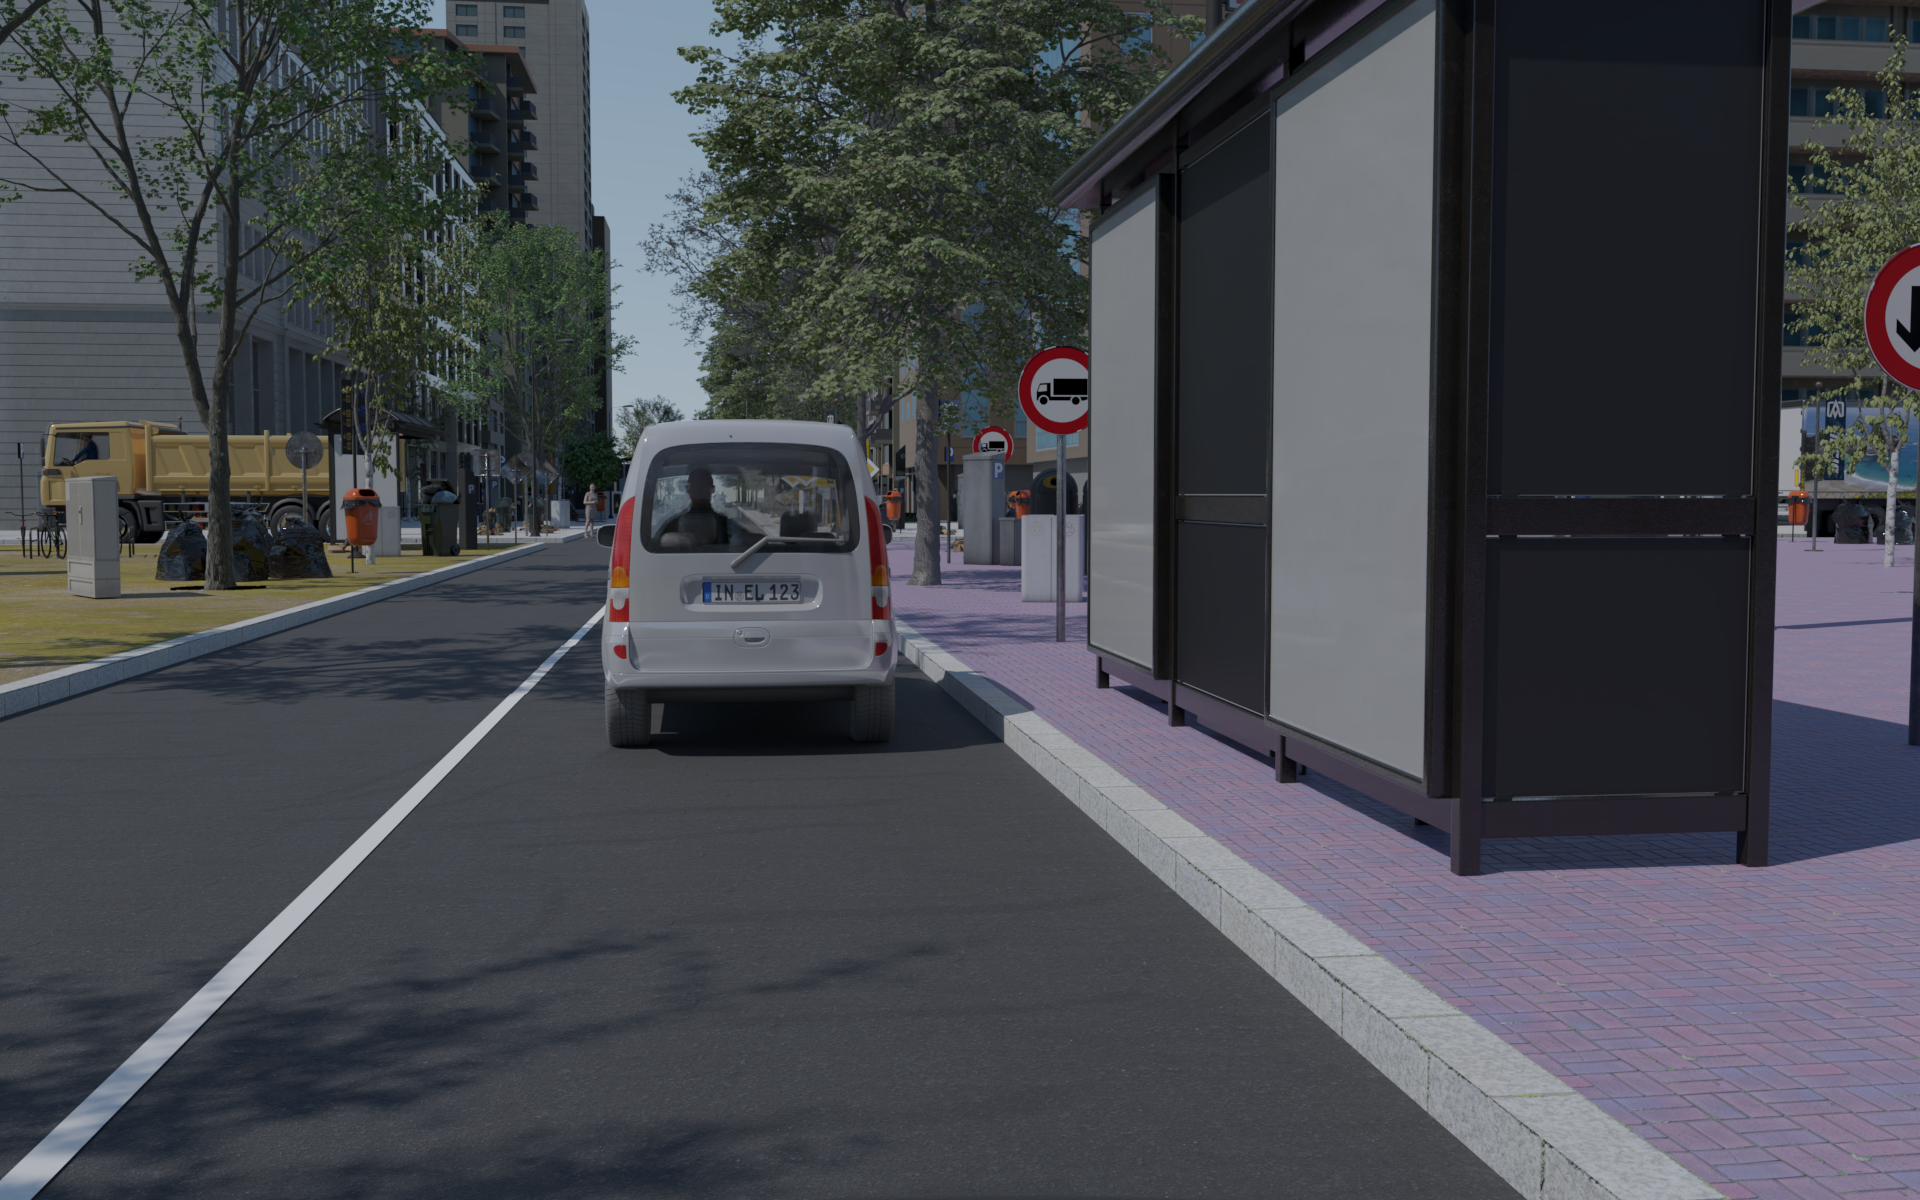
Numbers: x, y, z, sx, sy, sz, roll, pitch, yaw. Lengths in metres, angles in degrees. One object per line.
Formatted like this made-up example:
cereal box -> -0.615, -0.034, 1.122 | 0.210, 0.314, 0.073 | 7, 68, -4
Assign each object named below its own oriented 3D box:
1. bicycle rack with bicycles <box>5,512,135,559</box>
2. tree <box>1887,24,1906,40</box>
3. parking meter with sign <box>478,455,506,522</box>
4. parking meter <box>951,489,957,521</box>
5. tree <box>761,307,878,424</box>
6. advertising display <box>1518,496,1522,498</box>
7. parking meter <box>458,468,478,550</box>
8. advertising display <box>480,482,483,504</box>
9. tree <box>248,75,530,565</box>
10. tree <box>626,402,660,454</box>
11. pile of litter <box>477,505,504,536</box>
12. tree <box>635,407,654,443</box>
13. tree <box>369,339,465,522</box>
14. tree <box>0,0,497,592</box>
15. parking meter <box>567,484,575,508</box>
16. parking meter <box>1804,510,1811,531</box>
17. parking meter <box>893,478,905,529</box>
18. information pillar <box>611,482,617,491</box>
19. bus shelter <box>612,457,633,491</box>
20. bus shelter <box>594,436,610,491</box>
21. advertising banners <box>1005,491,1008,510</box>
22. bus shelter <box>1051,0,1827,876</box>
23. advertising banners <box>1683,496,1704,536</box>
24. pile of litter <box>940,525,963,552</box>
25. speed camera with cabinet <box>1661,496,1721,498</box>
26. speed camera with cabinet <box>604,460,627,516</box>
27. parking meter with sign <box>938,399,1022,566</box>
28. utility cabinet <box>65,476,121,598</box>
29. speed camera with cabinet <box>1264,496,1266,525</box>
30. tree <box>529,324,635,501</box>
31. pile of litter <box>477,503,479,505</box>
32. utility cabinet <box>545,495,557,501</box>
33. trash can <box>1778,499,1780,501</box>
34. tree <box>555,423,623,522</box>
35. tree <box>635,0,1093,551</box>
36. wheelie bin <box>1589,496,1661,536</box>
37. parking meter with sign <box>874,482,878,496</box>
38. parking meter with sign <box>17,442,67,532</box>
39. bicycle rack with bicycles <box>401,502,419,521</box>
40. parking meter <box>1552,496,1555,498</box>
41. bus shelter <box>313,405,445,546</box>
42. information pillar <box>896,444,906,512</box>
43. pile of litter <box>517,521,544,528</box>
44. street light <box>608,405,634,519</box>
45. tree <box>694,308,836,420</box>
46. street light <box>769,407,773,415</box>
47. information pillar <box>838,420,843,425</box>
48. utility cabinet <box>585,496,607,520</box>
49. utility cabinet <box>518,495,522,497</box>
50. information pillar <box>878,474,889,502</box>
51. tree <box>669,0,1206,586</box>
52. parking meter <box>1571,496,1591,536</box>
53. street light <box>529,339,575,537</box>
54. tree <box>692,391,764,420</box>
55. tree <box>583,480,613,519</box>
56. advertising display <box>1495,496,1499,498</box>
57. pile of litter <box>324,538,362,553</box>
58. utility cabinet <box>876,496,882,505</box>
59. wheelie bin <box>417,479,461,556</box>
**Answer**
bicycle rack with bicycles -> -17.919, -1.327, 35.086 | 2.852, 0.926, 2.925 | -1, 4, -22
tree -> 12.416, -4.340, 21.318 | 4.737, 8.622, 4.395 | 0, 3, 0
parking meter with sign -> -21.207, -5.019, 78.324 | 1.738, 3.016, 0.543 | 3, 5, 43
parking meter -> -0.303, -4.458, 81.300 | 0.372, 1.533, 0.369 | 0, 3, 0
tree -> -5.034, -6.713, 60.125 | 4.360, 8.622, 3.978 | 0, 3, 0
advertising display -> 24.764, -4.420, 77.484 | 0.123, 1.923, 0.974 | -2, 4, -25
parking meter -> -11.297, -2.083, 39.771 | 0.255, 1.863, 0.399 | 2, 4, 29
advertising display -> -26.096, -5.504, 95.205 | 0.123, 1.923, 0.974 | 1, 4, 14
tree -> -10.514, -4.955, 31.371 | 4.737, 8.622, 4.395 | 0, 3, 0
tree -> -24.827, -11.465, 137.807 | 4.360, 8.622, 3.978 | 0, 3, 0
pile of litter -> -14.825, -2.438, 53.825 | 1.176, 0.858, 1.719 | -2, 4, -28
tree -> -27.244, -11.921, 145.268 | 4.737, 8.622, 4.395 | 0, 3, 0
tree -> -24.813, -7.840, 78.549 | 4.360, 8.622, 3.978 | 0, 3, 0
tree -> -9.991, -5.932, 22.750 | 9.928, 11.665, 9.643 | 0, 3, 0
parking meter -> -23.346, -6.007, 103.922 | 0.255, 1.863, 0.399 | 2, 4, 28
parking meter -> 29.231, -3.126, 59.516 | 0.372, 1.533, 0.369 | 0, 3, 0
parking meter -> -2.222, -3.524, 63.337 | 0.255, 1.863, 0.399 | 3, 5, 41
information pillar -> -21.046, -6.157, 105.166 | 0.304, 2.012, 0.304 | 1, 4, 15
bus shelter -> -21.025, -7.254, 109.887 | 1.731, 3.624, 6.357 | 0, 4, -8
bus shelter -> -24.462, -8.676, 119.490 | 2.179, 5.291, 8.768 | 0, 4, -8
advertising banners -> 1.480, -4.295, 66.418 | 0.090, 3.025, 2.074 | 1, 4, 21
bus shelter -> 1.883, -1.978, 9.980 | 2.179, 5.291, 8.768 | 0, 4, -8
advertising banners -> 16.035, -2.536, 37.644 | 0.090, 3.025, 2.074 | 3, 4, 38
pile of litter -> 0.311, -1.519, 38.805 | 1.719, 0.858, 1.176 | -3, 4, -37
speed camera with cabinet -> 26.592, -4.201, 63.014 | 0.660, 3.252, 2.038 | -3, 4, -37
speed camera with cabinet -> -19.762, -6.491, 100.456 | 0.660, 3.252, 2.038 | 2, 4, 28
parking meter with sign -> 0.430, -2.149, 31.390 | 1.738, 3.016, 0.543 | 3, 5, 39
utility cabinet -> -10.794, -0.786, 21.524 | 0.318, 1.500, 1.173 | -3, 5, -41
speed camera with cabinet -> 7.970, -3.071, 44.554 | 2.038, 3.252, 0.660 | -3, 4, -38
tree -> -17.024, -7.484, 72.732 | 4.737, 8.622, 4.395 | 0, 3, 0
pile of litter -> -28.462, -5.431, 102.769 | 1.176, 0.858, 1.719 | 0, 4, -3
utility cabinet -> -26.510, -6.196, 112.473 | 0.306, 1.237, 1.020 | 2, 4, 35
trash can -> 22.298, -2.223, 47.999 | 0.748, 1.137, 0.748 | 0, 3, 0
tree -> -16.973, -5.864, 79.592 | 4.285, 4.588, 4.351 | 0, 3, 0
tree -> -2.124, -7.872, 39.085 | 12.009, 13.543, 11.850 | 0, 3, 0
wheelie bin -> 8.235, -0.833, 21.536 | 0.693, 1.594, 0.980 | -2, 4, -25
parking meter with sign -> -5.146, -7.069, 111.839 | 1.738, 3.016, 0.543 | 1, 4, 13
parking meter with sign -> -30.889, -3.821, 58.732 | 1.738, 3.016, 0.543 | -1, 4, -18
bicycle rack with bicycles -> -25.334, -4.242, 82.743 | 2.925, 0.926, 2.852 | -3, 5, -41
parking meter -> 26.605, -4.211, 77.257 | 0.372, 1.533, 0.369 | 0, 3, 0
bus shelter -> -13.790, -2.912, 41.529 | 2.014, 3.302, 5.546 | 0, 4, -8
information pillar -> -2.773, -5.510, 81.441 | 0.504, 3.616, 0.183 | -1, 4, -22
pile of litter -> -16.426, -3.249, 67.083 | 1.719, 0.858, 1.176 | -3, 5, -40
street light -> -17.672, -7.197, 90.219 | 1.470, 5.913, 1.316 | 0, 4, -8
tree -> -12.216, -12.373, 108.955 | 9.857, 13.997, 8.962 | 0, 3, 0
street light -> -10.201, -7.150, 89.441 | 1.470, 5.913, 1.316 | 0, 4, -8
information pillar -> -3.582, -3.792, 53.357 | 0.504, 3.616, 0.183 | 0, 4, 1
utility cabinet -> -18.038, -4.568, 85.850 | 1.020, 1.237, 0.306 | 0, 4, 1
utility cabinet -> -29.943, -6.568, 118.548 | 0.306, 1.237, 1.020 | 0, 4, 6
information pillar -> -2.856, -3.670, 64.490 | 0.304, 2.012, 0.304 | -2, 4, -25
tree -> -0.385, -6.503, 24.451 | 7.486, 12.596, 7.792 | 0, 3, 0
parking meter -> 9.836, -1.157, 27.331 | 0.372, 1.533, 0.369 | 0, 3, 0
street light -> -12.239, -4.859, 51.991 | 1.470, 5.913, 1.316 | 0, 4, -8
tree -> -34.799, -25.124, 266.667 | 12.611, 20.169, 13.585 | 0, 3, 0
tree -> -18.407, -5.690, 87.635 | 1.663, 3.219, 1.824 | 0, 3, 0
advertising display -> 30.123, -5.548, 95.919 | 0.974, 1.923, 0.123 | 2, 4, 28
pile of litter -> -13.234, -1.457, 37.784 | 1.176, 0.858, 1.719 | -3, 5, -41
utility cabinet -> -3.268, -3.077, 61.476 | 1.020, 1.237, 0.306 | 0, 4, 1
wheelie bin -> -10.793, -1.712, 35.907 | 0.980, 1.594, 0.693 | 2, 4, 28
